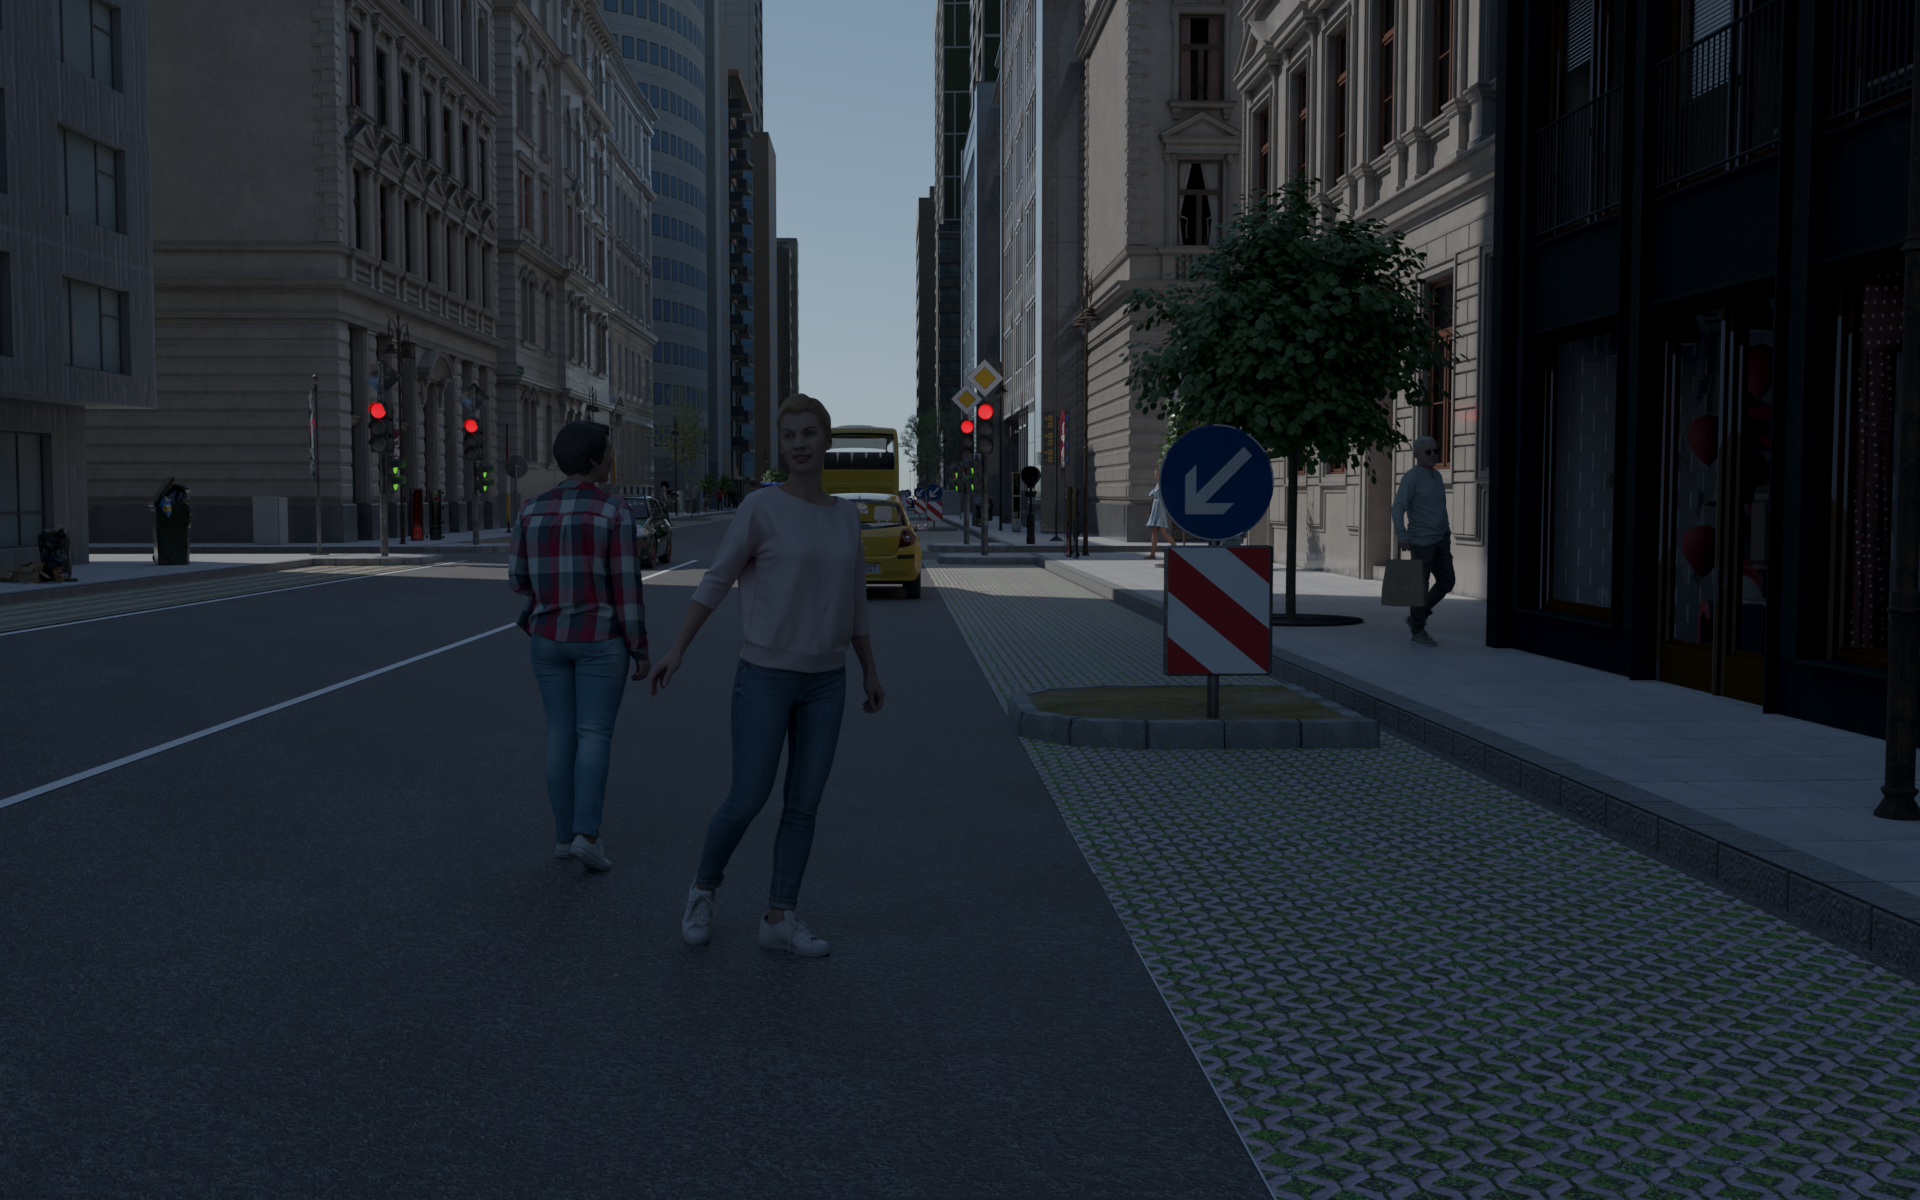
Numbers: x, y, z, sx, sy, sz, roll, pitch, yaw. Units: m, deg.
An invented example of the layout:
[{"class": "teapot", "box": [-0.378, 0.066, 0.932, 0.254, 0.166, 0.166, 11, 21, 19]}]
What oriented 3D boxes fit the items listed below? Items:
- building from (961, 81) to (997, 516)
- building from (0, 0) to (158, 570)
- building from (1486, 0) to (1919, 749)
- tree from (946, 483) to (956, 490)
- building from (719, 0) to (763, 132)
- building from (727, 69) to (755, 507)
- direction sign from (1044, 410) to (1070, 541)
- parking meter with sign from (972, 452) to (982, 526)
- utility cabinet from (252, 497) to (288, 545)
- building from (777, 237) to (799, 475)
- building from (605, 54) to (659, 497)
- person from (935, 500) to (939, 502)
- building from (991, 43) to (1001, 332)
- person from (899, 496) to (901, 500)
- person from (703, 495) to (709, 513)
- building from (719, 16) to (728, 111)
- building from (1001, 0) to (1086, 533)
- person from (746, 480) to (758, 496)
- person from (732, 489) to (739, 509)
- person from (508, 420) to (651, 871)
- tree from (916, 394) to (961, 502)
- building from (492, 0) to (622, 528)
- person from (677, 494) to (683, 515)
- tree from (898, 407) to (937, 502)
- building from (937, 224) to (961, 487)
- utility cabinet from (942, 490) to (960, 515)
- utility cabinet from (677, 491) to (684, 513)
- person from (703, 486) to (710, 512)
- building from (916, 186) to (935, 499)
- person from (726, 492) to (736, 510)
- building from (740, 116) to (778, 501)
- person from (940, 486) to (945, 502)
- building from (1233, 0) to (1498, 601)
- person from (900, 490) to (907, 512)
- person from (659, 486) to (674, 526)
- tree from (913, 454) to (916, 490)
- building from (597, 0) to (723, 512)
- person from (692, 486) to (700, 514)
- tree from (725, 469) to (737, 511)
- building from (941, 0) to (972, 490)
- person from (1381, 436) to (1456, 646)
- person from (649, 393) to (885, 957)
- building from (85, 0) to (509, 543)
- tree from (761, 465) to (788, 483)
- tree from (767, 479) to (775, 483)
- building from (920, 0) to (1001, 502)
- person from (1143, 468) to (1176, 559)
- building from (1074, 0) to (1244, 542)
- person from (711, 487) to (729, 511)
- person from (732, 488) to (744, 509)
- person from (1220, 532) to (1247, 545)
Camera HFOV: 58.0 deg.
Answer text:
[{"class": "building", "box": [6.521, -17.843, 109.753, 12.078, 24.808, 19.932, 0, 4, -2]}, {"class": "building", "box": [-21.804, -21.009, 27.092, 14.086, 41.232, 14.154, 0, 4, -2]}, {"class": "building", "box": [10.921, -10.801, 6.281, 12.332, 23.373, 15.834, 0, 4, -2]}, {"class": "tree", "box": [-0.073, -7.747, 121.271, 1.663, 3.219, 1.824, 0, 3, 0]}, {"class": "building", "box": [-33.908, -48.184, 226.062, 20.563, 71.187, 20.611, 0, 4, -2]}, {"class": "building", "box": [-32.592, -31.878, 175.826, 22.147, 44.769, 28.867, 0, 4, -2]}, {"class": "direction sign", "box": [2.633, -3.378, 47.230, 0.876, 3.537, 0.379, 3, 5, 41]}, {"class": "parking meter with sign", "box": [0.680, -4.541, 70.509, 0.543, 3.016, 1.738, 0, 4, 0]}, {"class": "utility cabinet", "box": [-17.352, -1.984, 43.593, 1.020, 1.237, 0.306, 2, 4, 31]}, {"class": "building", "box": [-32.313, -35.772, 268.464, 14.154, 41.232, 14.086, 0, 4, -2]}, {"class": "building", "box": [-24.807, -19.055, 97.457, 13.634, 28.700, 20.117, 0, 4, -2]}, {"class": "person", "box": [-1.951, -8.718, 149.300, 1.217, 1.743, 0.721, -1, 4, -14]}, {"class": "building", "box": [9.149, -18.352, 87.438, 14.401, 28.519, 23.554, 0, 4, -2]}, {"class": "person", "box": [-4.657, -7.324, 128.278, 0.705, 1.821, 1.348, -2, 4, -30]}, {"class": "person", "box": [-17.219, -6.522, 117.350, 0.362, 1.253, 0.373, 0, 4, 6]}, {"class": "building", "box": [-28.099, -30.833, 154.222, 14.600, 45.320, 14.200, 0, 4, -2]}, {"class": "building", "box": [8.200, -15.154, 65.789, 12.078, 24.808, 19.932, 0, 4, -2]}, {"class": "person", "box": [-4.940, -1.999, 41.530, 0.721, 1.781, 0.623, 2, 4, 32]}, {"class": "person", "box": [-19.546, -8.838, 150.991, 0.683, 1.767, 0.568, 1, 4, 11]}, {"class": "person", "box": [-1.496, 0.158, 6.747, 0.563, 1.720, 0.643, 1, 4, 18]}, {"class": "tree", "box": [-0.929, -10.712, 125.502, 4.360, 8.622, 3.978, 0, 3, 0]}, {"class": "building", "box": [-23.355, -17.634, 75.710, 14.401, 28.519, 23.554, 0, 4, -2]}, {"class": "person", "box": [-17.137, -5.833, 105.665, 0.590, 1.304, 0.306, -2, 4, -34]}, {"class": "tree", "box": [-3.597, -17.091, 205.199, 9.928, 11.665, 9.643, 0, 3, 0]}, {"class": "building", "box": [4.441, -25.402, 187.018, 14.160, 30.474, 14.107, 0, 4, -2]}, {"class": "utility cabinet", "box": [-0.523, -5.921, 105.488, 1.173, 1.500, 0.318, 0, 4, 4]}, {"class": "utility cabinet", "box": [-18.589, -6.494, 114.849, 0.318, 1.500, 1.173, 0, 4, 0]}, {"class": "person", "box": [-18.111, -7.211, 123.578, 0.705, 1.869, 1.348, -2, 4, -26]}, {"class": "building", "box": [4.077, -39.394, 267.793, 21.300, 48.544, 21.600, 0, 4, -2]}, {"class": "person", "box": [-18.616, -8.144, 140.029, 1.217, 1.723, 0.721, 2, 4, 25]}, {"class": "building", "box": [-29.458, -34.198, 209.253, 14.600, 45.320, 14.200, 0, 4, -2]}, {"class": "person", "box": [-1.118, -6.534, 113.058, 0.537, 1.800, 0.526, 2, 4, 34]}, {"class": "building", "box": [11.095, -11.537, 24.788, 11.583, 22.565, 21.152, 0, 4, -2]}, {"class": "person", "box": [-4.101, -7.053, 124.482, 0.621, 1.740, 0.551, -1, 4, -14]}, {"class": "person", "box": [-13.008, -4.127, 76.367, 0.834, 1.777, 0.661, 0, 4, -1]}, {"class": "tree", "box": [-4.154, -16.141, 214.271, 4.360, 8.622, 3.978, 0, 3, 0]}, {"class": "building", "box": [-30.130, -36.072, 131.783, 21.231, 58.520, 28.212, 0, 4, -2]}, {"class": "person", "box": [-16.998, -6.426, 111.287, 0.590, 1.801, 0.661, 2, 4, 35]}, {"class": "tree", "box": [-18.217, -8.581, 134.899, 1.663, 3.219, 1.824, 0, 3, 0]}, {"class": "building", "box": [9.833, -52.008, 163.008, 22.319, 86.520, 31.000, 0, 4, -2]}, {"class": "person", "box": [3.842, -0.494, 14.612, 0.782, 1.767, 0.515, -3, 5, -42]}, {"class": "person", "box": [-0.668, 0.229, 5.424, 0.598, 1.740, 0.731, 3, 5, 43]}, {"class": "building", "box": [-21.305, -13.745, 53.605, 11.050, 23.489, 19.941, 0, 4, -2]}, {"class": "tree", "box": [-20.777, -12.948, 195.418, 4.285, 4.588, 4.351, 0, 3, 0]}, {"class": "tree", "box": [-20.773, -11.940, 189.827, 1.663, 3.219, 1.824, 0, 3, 0]}, {"class": "building", "box": [4.713, -49.406, 246.044, 20.563, 71.187, 20.611, 0, 4, -2]}, {"class": "person", "box": [3.968, -1.713, 34.142, 0.778, 1.811, 0.616, -1, 4, -17]}, {"class": "building", "box": [13.440, -13.545, 50.335, 19.941, 23.489, 11.050, 0, 4, -2]}, {"class": "person", "box": [-18.344, -7.732, 132.403, 1.348, 1.831, 0.705, -1, 4, -10]}, {"class": "person", "box": [-19.145, -8.667, 147.764, 1.348, 1.821, 0.705, -1, 4, -12]}, {"class": "person", "box": [3.253, -0.650, 20.952, 0.425, 1.301, 0.394, -3, 5, -42]}]
